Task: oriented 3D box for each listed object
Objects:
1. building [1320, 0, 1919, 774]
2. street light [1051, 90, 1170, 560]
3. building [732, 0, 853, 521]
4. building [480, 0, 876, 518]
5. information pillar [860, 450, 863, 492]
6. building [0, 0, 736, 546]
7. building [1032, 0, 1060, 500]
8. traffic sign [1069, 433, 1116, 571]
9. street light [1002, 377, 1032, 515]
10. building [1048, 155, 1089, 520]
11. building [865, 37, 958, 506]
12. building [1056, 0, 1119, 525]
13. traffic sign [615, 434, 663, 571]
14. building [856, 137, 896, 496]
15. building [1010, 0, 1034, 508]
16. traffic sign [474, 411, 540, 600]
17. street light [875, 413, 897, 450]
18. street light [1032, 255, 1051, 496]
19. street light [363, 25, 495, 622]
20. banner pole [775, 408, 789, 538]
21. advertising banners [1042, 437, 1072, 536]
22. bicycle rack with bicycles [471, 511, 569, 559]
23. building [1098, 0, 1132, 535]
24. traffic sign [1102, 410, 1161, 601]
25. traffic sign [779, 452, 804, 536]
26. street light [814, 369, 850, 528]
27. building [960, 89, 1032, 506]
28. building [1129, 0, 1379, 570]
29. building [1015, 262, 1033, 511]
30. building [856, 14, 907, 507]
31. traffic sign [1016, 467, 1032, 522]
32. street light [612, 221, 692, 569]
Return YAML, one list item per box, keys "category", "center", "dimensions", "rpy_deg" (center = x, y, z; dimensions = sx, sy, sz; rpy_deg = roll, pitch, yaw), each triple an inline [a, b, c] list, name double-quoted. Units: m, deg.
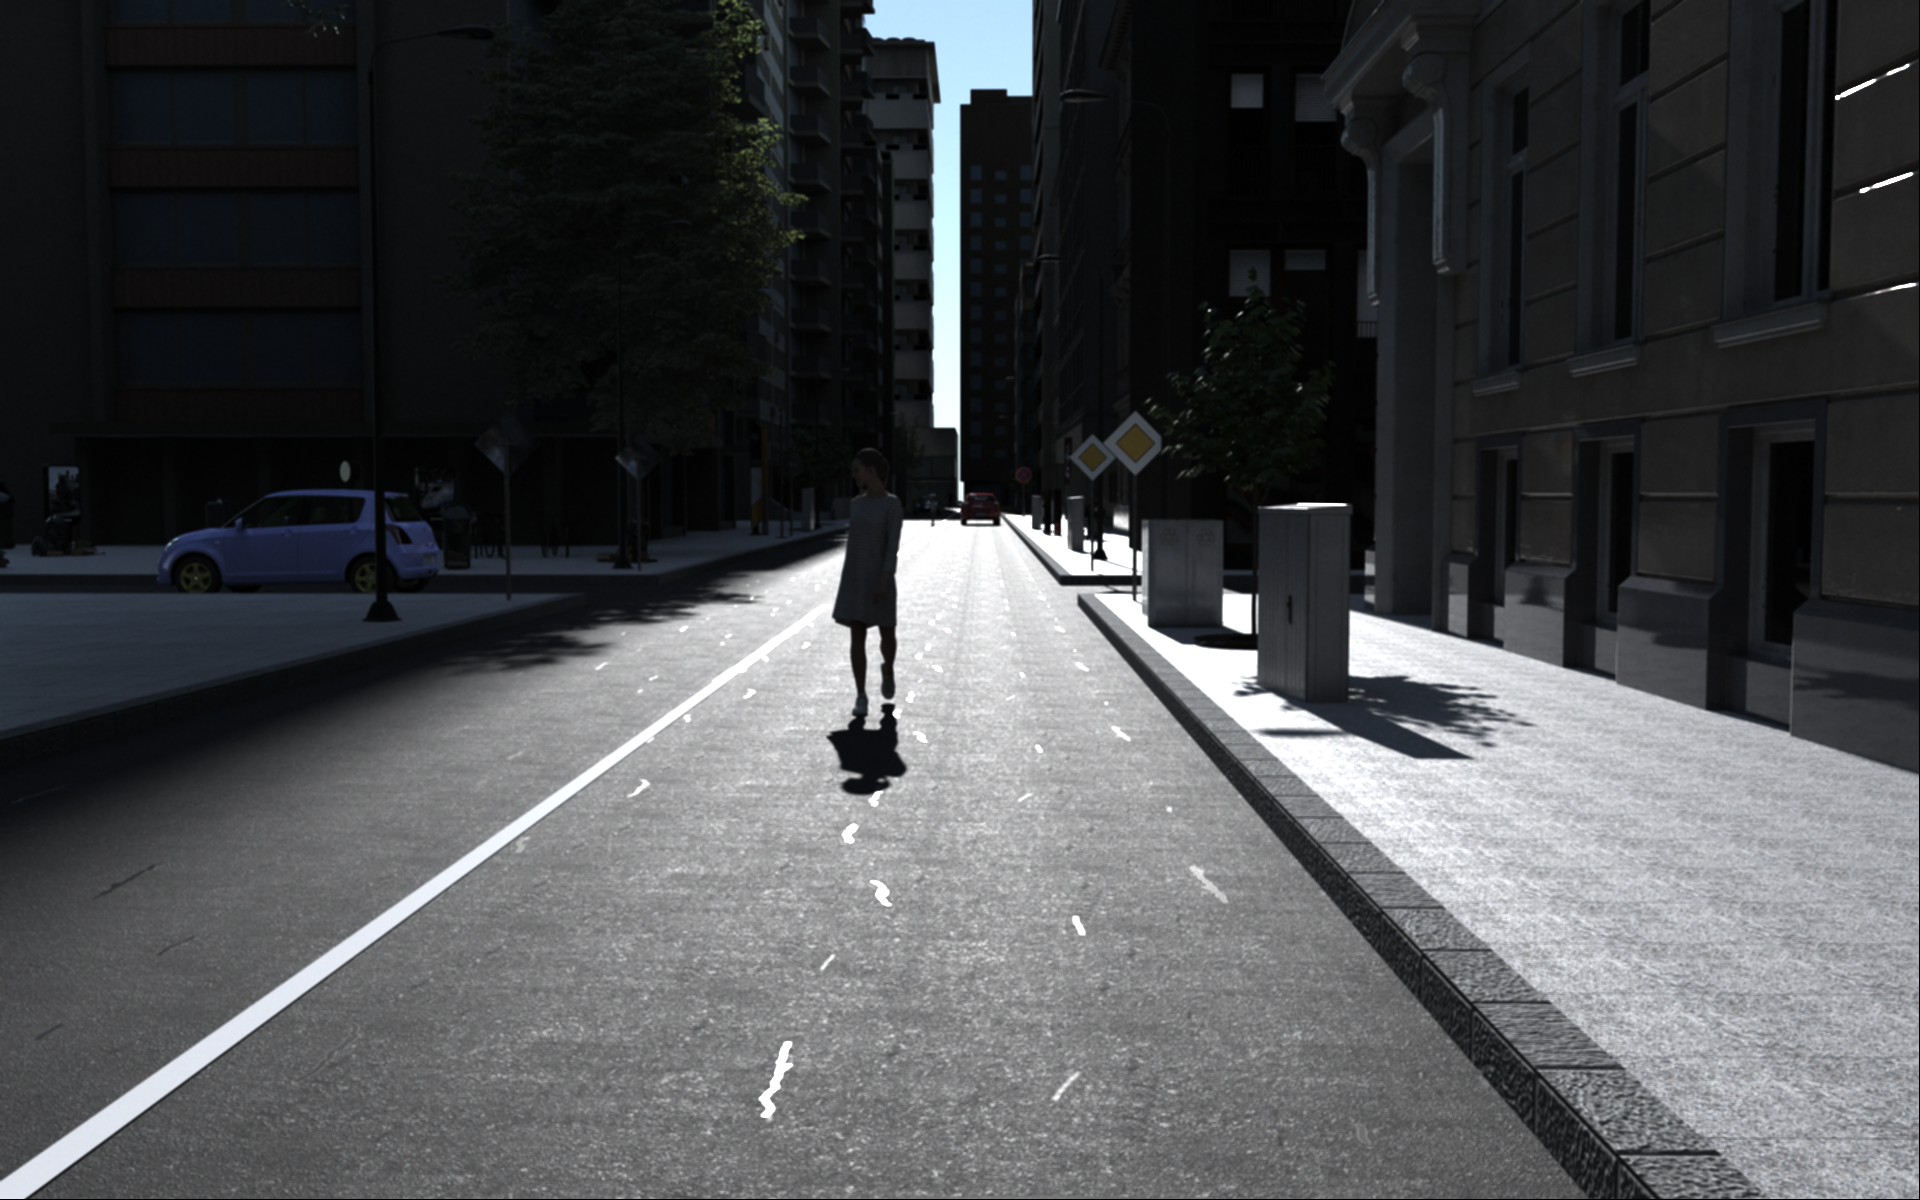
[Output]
- category: "building"
  center: [10.633, -13.632, 8.782]
  dimensions: [13.634, 28.700, 20.117]
  rpy_deg: [0, 4, 1]
- category: "street light"
  center: [1.845, -2.908, 20.085]
  dimensions: [1.470, 5.913, 1.316]
  rpy_deg: [0, 4, 1]
- category: "building"
  center: [-22.034, -24.301, 89.204]
  dimensions: [32.217, 40.220, 23.993]
  rpy_deg: [0, 4, 1]
- category: "building"
  center: [-17.266, -28.351, 118.167]
  dimensions: [22.147, 44.769, 28.867]
  rpy_deg: [0, 4, 1]
- category: "information pillar"
  center: [-5.199, -6.115, 91.333]
  dimensions: [0.183, 3.616, 0.504]
  rpy_deg: [0, 4, 2]
- category: "building"
  center: [-18.018, -24.466, 54.646]
  dimensions: [22.147, 44.769, 28.867]
  rpy_deg: [0, 4, 1]
- category: "building"
  center: [15.939, -30.202, 117.508]
  dimensions: [21.300, 48.544, 21.600]
  rpy_deg: [0, 4, 1]
- category: "traffic sign"
  center: [2.195, -1.535, 28.737]
  dimensions: [0.795, 2.450, 0.064]
  rpy_deg: [0, 4, 1]
- category: "street light"
  center: [2.519, -5.906, 69.097]
  dimensions: [1.470, 5.913, 1.316]
  rpy_deg: [0, 4, 1]
- category: "building"
  center: [10.037, -15.015, 94.654]
  dimensions: [9.793, 20.994, 18.267]
  rpy_deg: [0, 4, 1]
- category: "building"
  center: [-14.132, -37.489, 202.187]
  dimensions: [27.495, 52.752, 28.713]
  rpy_deg: [0, 4, 1]
- category: "building"
  center: [11.669, -17.079, 72.755]
  dimensions: [14.314, 27.812, 24.014]
  rpy_deg: [0, 4, 1]
- category: "traffic sign"
  center: [-5.348, -1.542, 28.852]
  dimensions: [0.795, 2.450, 0.064]
  rpy_deg: [0, 4, 1]
- category: "building"
  center: [-12.612, -22.526, 139.994]
  dimensions: [14.160, 30.474, 14.107]
  rpy_deg: [0, 4, 1]
- category: "building"
  center: [15.259, -44.585, 167.219]
  dimensions: [20.563, 71.187, 20.611]
  rpy_deg: [0, 4, 1]
- category: "traffic sign"
  center: [-5.449, -1.054, 20.868]
  dimensions: [0.795, 2.450, 0.064]
  rpy_deg: [0, 4, 1]
- category: "street light"
  center: [-4.314, -7.756, 99.357]
  dimensions: [1.470, 5.913, 1.316]
  rpy_deg: [0, 4, 1]
- category: "street light"
  center: [2.207, -3.750, 33.850]
  dimensions: [1.470, 5.913, 1.316]
  rpy_deg: [0, 4, 1]
- category: "street light"
  center: [-5.308, -2.740, 17.334]
  dimensions: [1.470, 5.913, 1.316]
  rpy_deg: [0, 4, 1]
- category: "banner pole"
  center: [-5.186, -3.702, 50.550]
  dimensions: [0.401, 3.779, 0.863]
  rpy_deg: [0, 4, -1]
- category: "advertising banners"
  center: [3.024, -3.521, 53.758]
  dimensions: [0.090, 3.025, 2.074]
  rpy_deg: [-1, 4, -22]
- category: "bicycle rack with bicycles"
  center: [-9.032, -1.337, 35.244]
  dimensions: [2.852, 0.926, 2.925]
  rpy_deg: [-1, 4, -11]
- category: "building"
  center: [10.013, -11.425, 51.429]
  dimensions: [10.561, 19.102, 19.286]
  rpy_deg: [0, 4, 1]
- category: "traffic sign"
  center: [2.094, -1.047, 20.753]
  dimensions: [0.795, 2.450, 0.064]
  rpy_deg: [0, 4, 1]
- category: "traffic sign"
  center: [-5.141, -3.217, 52.710]
  dimensions: [0.768, 2.556, 0.104]
  rpy_deg: [1, 4, 8]
- category: "street light"
  center: [-4.787, -5.628, 64.563]
  dimensions: [1.470, 5.913, 1.316]
  rpy_deg: [0, 4, 1]
- category: "building"
  center: [7.195, -33.328, 195.025]
  dimensions: [14.200, 45.320, 14.600]
  rpy_deg: [0, 4, 1]
- category: "building"
  center: [11.867, -12.528, 34.512]
  dimensions: [15.834, 23.373, 12.332]
  rpy_deg: [0, 4, 1]
- category: "building"
  center: [18.639, -18.255, 143.504]
  dimensions: [27.650, 21.520, 28.899]
  rpy_deg: [0, 4, 1]
- category: "building"
  center: [-21.099, -52.185, 165.904]
  dimensions: [31.000, 86.520, 22.319]
  rpy_deg: [0, 4, 1]
- category: "traffic sign"
  center: [2.952, -4.899, 80.210]
  dimensions: [0.768, 2.556, 0.104]
  rpy_deg: [0, 4, 1]
- category: "street light"
  center: [-5.259, -3.489, 29.583]
  dimensions: [1.470, 5.913, 1.316]
  rpy_deg: [0, 4, 1]
